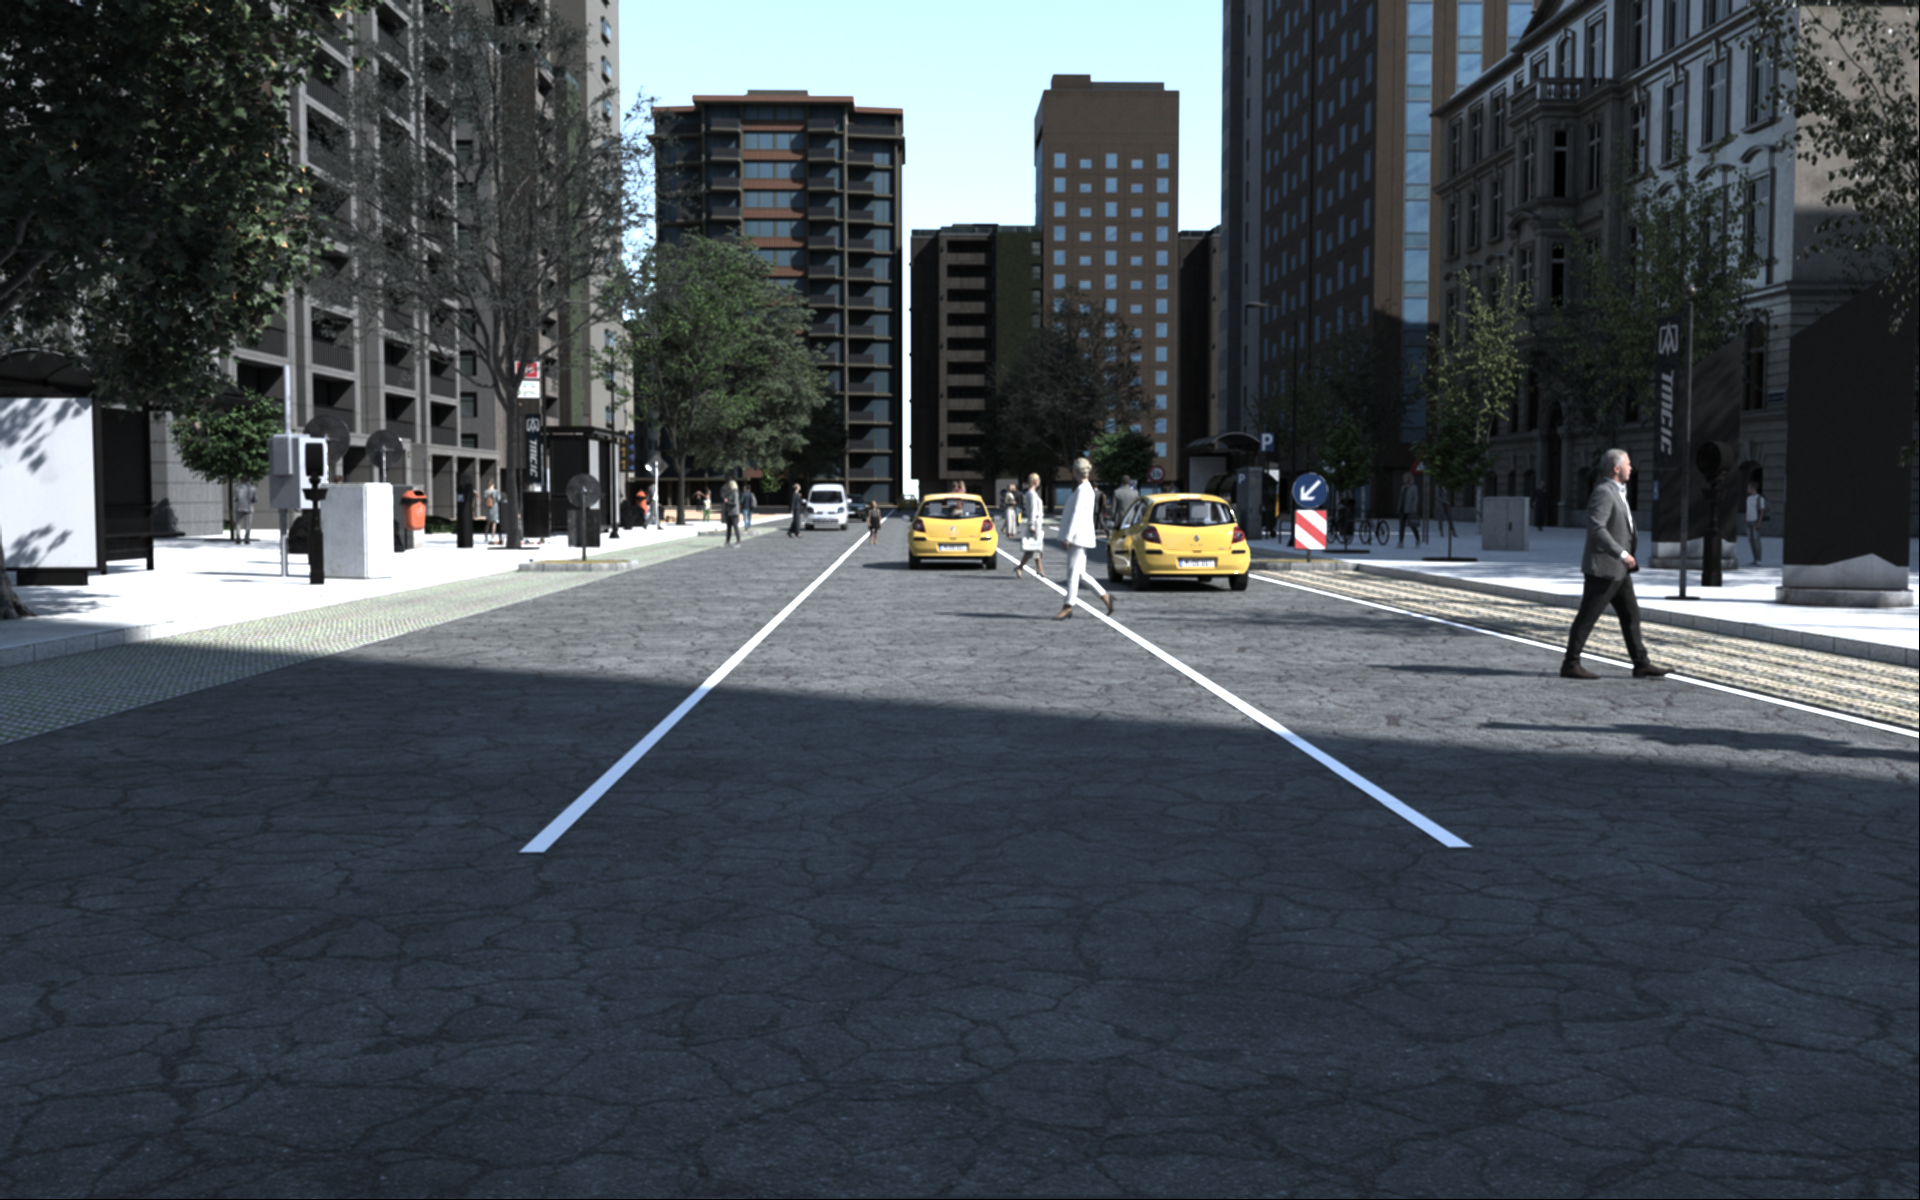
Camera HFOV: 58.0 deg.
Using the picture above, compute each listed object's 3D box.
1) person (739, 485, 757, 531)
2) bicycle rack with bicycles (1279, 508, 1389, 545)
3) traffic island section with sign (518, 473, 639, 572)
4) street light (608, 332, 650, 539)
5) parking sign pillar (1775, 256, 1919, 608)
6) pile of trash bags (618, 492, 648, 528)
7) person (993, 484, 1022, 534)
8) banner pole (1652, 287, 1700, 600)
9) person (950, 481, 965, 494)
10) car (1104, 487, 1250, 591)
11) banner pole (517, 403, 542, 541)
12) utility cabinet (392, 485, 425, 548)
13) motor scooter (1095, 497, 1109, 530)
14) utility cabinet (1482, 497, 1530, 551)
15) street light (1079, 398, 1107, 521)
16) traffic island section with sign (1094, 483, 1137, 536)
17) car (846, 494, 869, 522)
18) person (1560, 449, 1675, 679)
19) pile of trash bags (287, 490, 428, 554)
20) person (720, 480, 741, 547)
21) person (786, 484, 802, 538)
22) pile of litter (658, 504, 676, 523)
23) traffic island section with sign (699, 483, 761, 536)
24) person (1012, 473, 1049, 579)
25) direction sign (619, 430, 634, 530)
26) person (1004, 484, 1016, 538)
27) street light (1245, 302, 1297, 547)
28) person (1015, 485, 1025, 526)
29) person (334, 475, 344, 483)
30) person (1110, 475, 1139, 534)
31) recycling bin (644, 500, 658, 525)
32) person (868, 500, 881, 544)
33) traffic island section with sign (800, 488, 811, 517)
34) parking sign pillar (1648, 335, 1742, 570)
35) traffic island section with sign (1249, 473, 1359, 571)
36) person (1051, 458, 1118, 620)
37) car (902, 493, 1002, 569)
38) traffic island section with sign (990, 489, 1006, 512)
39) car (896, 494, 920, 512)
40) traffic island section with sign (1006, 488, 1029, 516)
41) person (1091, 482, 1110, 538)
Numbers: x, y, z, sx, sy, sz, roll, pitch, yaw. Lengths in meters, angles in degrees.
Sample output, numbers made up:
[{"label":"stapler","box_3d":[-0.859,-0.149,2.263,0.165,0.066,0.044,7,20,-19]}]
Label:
[{"label":"person","box_3d":[-8.065,-3.485,65.830,0.623,1.781,0.721,-3,5,-44]},{"label":"bicycle rack with bicycles","box_3d":[9.420,-1.899,44.424,2.852,0.926,2.925,0,4,-7]},{"label":"traffic island section with sign","box_3d":[-7.125,-1.469,32.647,1.989,1.847,2.006,0,4,-2]},{"label":"street light","box_3d":[-9.435,-4.726,49.813,1.470,5.913,1.316,0,4,-2]},{"label":"parking sign pillar","box_3d":[10.303,-1.933,20.084,1.447,3.967,1.447,2,4,24]},{"label":"pile of trash bags","box_3d":[-13.072,-3.546,67.724,1.912,1.369,3.447,1,4,16]},{"label":"person","box_3d":[1.534,-3.303,62.720,1.509,1.804,0.699,2,4,27]},{"label":"banner pole","box_3d":[8.753,-1.909,21.226,0.401,3.779,0.863,-1,4,-14]},{"label":"person","box_3d":[-0.032,-2.682,52.331,0.573,1.828,0.580,2,4,28]},{"label":"car","box_3d":[3.334,-1.030,27.061,2.015,1.641,3.980,0,4,-3]},{"label":"banner pole","box_3d":[-11.853,-3.520,47.569,0.863,3.779,0.401,1,4,11]},{"label":"utility cabinet","box_3d":[-13.036,-1.956,40.661,1.173,1.500,0.318,3,5,41]},{"label":"motor scooter","box_3d":[5.311,-3.281,66.415,0.815,1.314,1.986,0,4,-3]},{"label":"utility cabinet","box_3d":[12.390,-1.724,39.345,0.306,1.237,1.020,-3,5,-44]},{"label":"street light","box_3d":[6.420,-6.785,83.476,1.470,5.913,1.316,0,4,-2]},{"label":"traffic island section with sign","box_3d":[5.618,-3.150,60.130,1.989,1.847,2.006,0,4,-2]},{"label":"car","box_3d":[-5.710,-4.913,90.114,2.009,1.686,4.222,0,4,-3]},{"label":"person","box_3d":[5.092,-0.274,13.370,0.834,1.777,0.661,1,4,22]},{"label":"pile of trash bags","box_3d":[-13.086,-1.744,38.264,1.912,1.369,3.447,2,4,26]},{"label":"person","box_3d":[-6.145,-2.312,46.480,0.526,1.800,0.537,-1,4,-22]},{"label":"person","box_3d":[-5.437,-2.945,57.066,0.534,1.772,0.576,-1,4,-15]},{"label":"pile of litter","box_3d":[-13.313,-3.930,78.221,1.176,0.858,1.719,2,4,34]},{"label":"traffic island section with sign","box_3d":[-7.884,-3.117,59.592,1.989,1.847,2.006,0,4,-2]},{"label":"person","box_3d":[1.198,-1.247,29.238,0.624,1.780,0.694,0,4,3]},{"label":"direction sign","box_3d":[-11.908,-4.280,61.972,0.379,3.537,0.876,1,4,23]},{"label":"person","box_3d":[1.658,-2.893,56.343,0.362,1.759,0.519,2,4,27]},{"label":"street light","box_3d":[7.609,-4.258,42.158,1.470,5.913,1.316,0,4,-2]},{"label":"person","box_3d":[2.506,-4.170,76.672,0.794,1.824,0.713,-2,4,-27]},{"label":"person","box_3d":[-15.560,-2.268,43.696,0.480,1.755,0.524,3,5,42]},{"label":"person","box_3d":[3.368,-1.611,34.939,0.694,1.812,0.767,0,4,-4]},{"label":"recycling bin","box_3d":[-13.061,-3.670,72.556,0.722,1.027,0.722,-1,4,-20]},{"label":"person","box_3d":[-2.441,-2.223,49.513,0.362,1.253,0.373,-1,4,-13]},{"label":"traffic island section with sign","box_3d":[-9.335,-6.222,110.352,1.989,1.847,2.006,0,4,-2]},{"label":"parking sign pillar","box_3d":[12.627,-2.523,29.727,1.447,3.967,1.447,0,4,6]},{"label":"traffic island section with sign","box_3d":[6.394,-1.492,33.021,1.989,1.847,2.006,0,4,-2]},{"label":"person","box_3d":[1.428,-0.694,19.729,0.818,1.842,0.514,-1,4,-10]},{"label":"car","box_3d":[-0.159,-1.475,34.339,2.015,1.641,3.980,0,4,-1]},{"label":"traffic island section with sign","box_3d":[3.402,-7.934,138.342,1.989,1.847,2.006,0,4,-2]},{"label":"car","box_3d":[-4.330,-8.151,143.487,2.015,1.641,3.980,0,4,-2]},{"label":"traffic island section with sign","box_3d":[4.158,-6.286,111.398,1.989,1.847,2.006,0,4,-2]},{"label":"person","box_3d":[4.440,-2.919,56.190,0.822,1.834,0.622,3,5,44]}]
